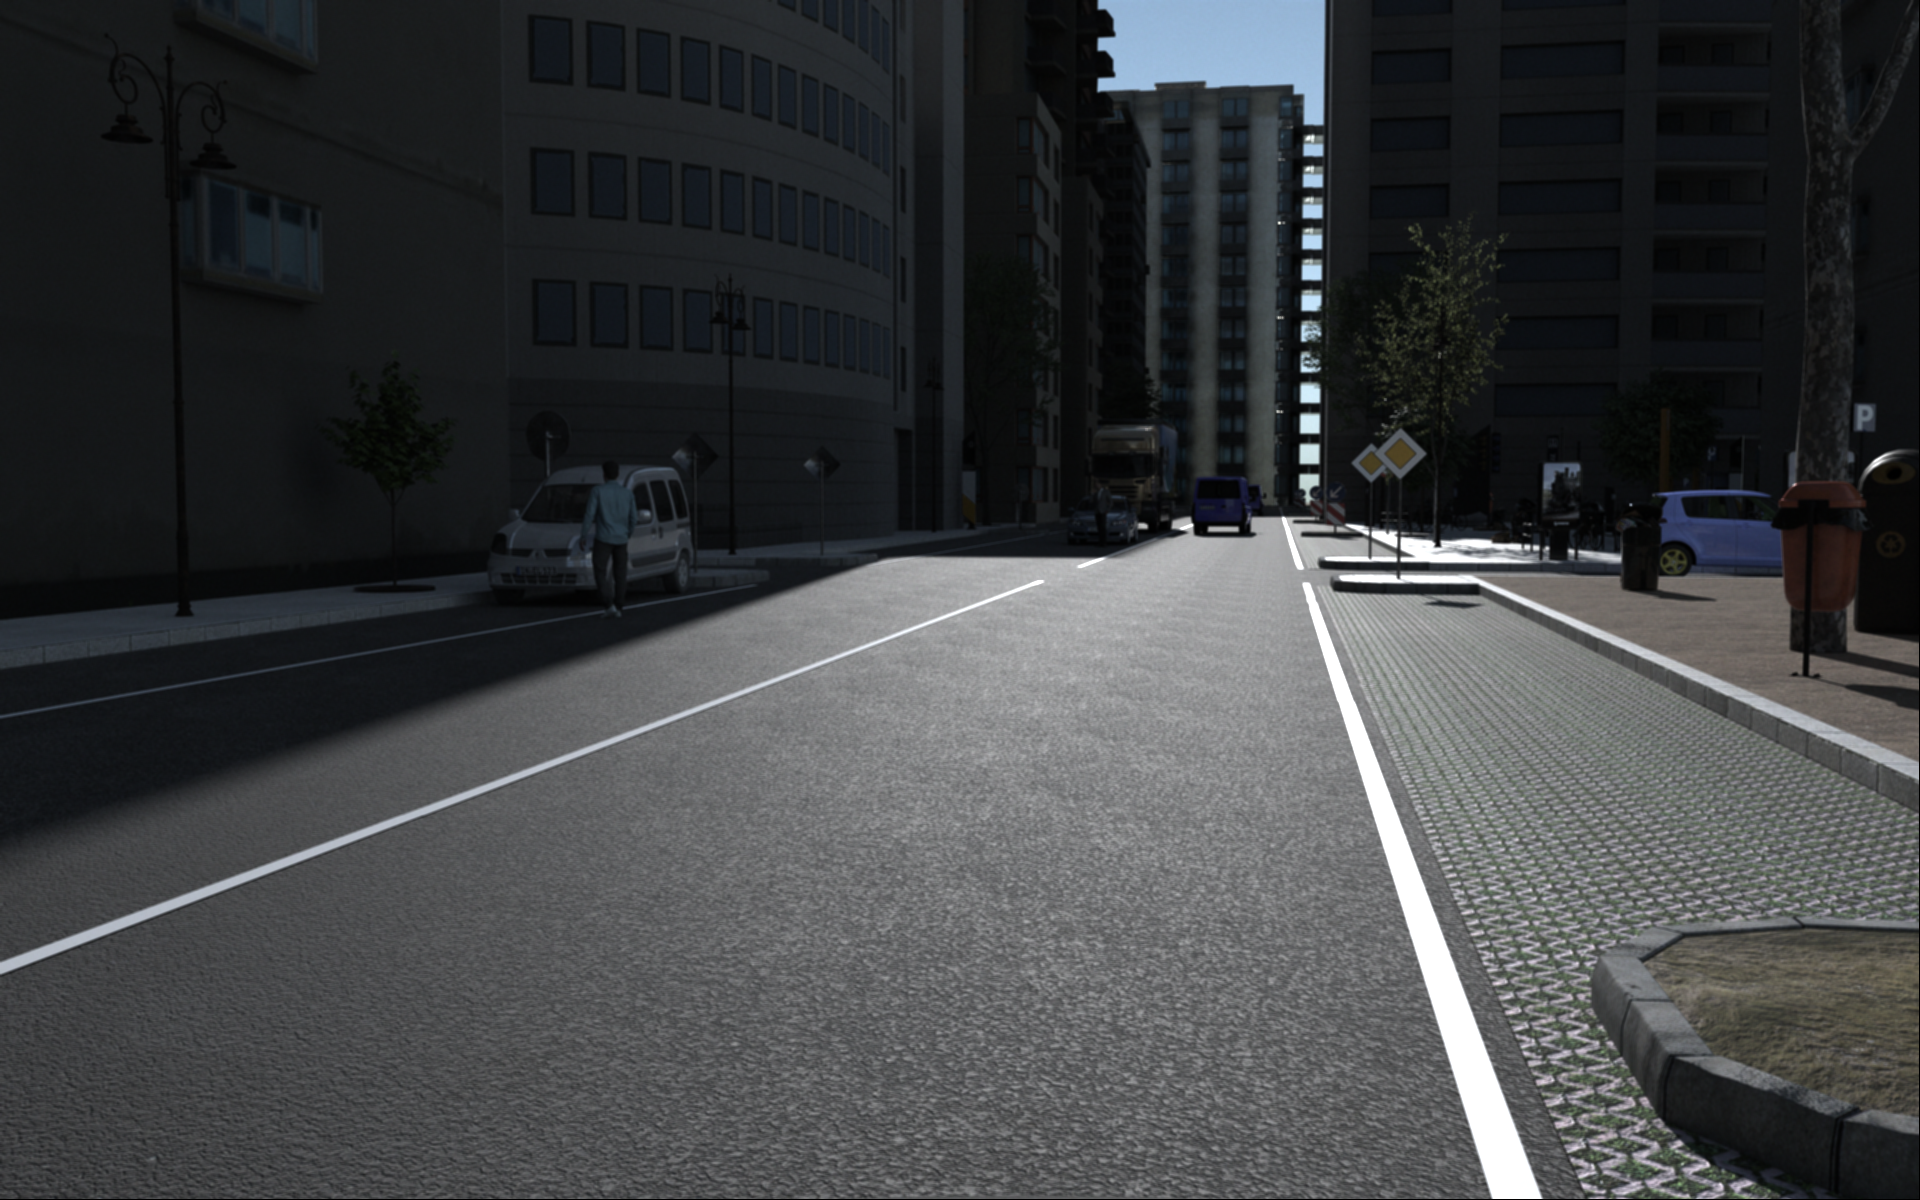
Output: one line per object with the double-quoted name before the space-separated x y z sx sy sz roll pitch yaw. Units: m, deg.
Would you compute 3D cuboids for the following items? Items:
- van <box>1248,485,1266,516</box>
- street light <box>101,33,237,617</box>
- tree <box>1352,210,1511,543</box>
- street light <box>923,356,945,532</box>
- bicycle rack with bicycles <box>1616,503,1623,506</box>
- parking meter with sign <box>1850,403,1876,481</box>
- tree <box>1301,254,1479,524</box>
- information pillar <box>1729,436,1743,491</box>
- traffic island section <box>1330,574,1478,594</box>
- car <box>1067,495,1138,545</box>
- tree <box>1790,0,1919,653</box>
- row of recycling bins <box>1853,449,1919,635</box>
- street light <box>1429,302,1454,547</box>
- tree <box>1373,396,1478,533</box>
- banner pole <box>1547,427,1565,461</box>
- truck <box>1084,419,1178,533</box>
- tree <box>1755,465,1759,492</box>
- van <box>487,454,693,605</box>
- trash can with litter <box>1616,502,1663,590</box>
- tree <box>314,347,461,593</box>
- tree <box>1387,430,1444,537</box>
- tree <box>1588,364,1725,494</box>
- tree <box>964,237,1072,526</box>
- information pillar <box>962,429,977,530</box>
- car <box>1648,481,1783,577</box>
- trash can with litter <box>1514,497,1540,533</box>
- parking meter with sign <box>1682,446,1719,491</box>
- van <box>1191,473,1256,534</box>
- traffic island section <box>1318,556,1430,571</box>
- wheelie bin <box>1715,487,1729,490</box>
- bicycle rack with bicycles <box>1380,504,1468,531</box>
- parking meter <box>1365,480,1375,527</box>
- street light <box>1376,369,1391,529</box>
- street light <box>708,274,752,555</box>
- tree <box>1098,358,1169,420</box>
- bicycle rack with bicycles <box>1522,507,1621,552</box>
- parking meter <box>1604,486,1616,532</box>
"van" 19.083 -6.738 114.552 2.240 2.365 5.245 1 4 11
"street light" -8.148 -2.766 18.018 0.468 5.910 1.993 1 4 10
"tree" 12.552 -5.829 45.671 4.360 8.622 3.978 0 3 0
"street light" -0.869 -5.205 57.893 0.468 5.910 1.993 1 4 10
"bicycle rack with bicycles" 28.000 -3.552 71.459 2.852 0.926 2.925 3 4 36
"parking meter with sign" 17.086 -2.317 34.140 0.543 3.016 1.738 -1 4 -19
"tree" 18.393 -9.092 74.403 9.928 11.665 9.643 0 3 0
"information pillar" 31.128 -4.777 69.462 0.504 3.616 0.183 2 4 35
"traffic island section" 6.642 -0.237 26.160 2.009 0.180 2.903 1 4 10
"car" 4.179 -2.341 50.283 2.014 1.417 4.499 1 4 10
"tree" 6.036 -9.575 12.439 12.611 20.169 13.585 0 3 0
"row of recycling bins" 9.198 -0.474 14.857 1.069 1.692 3.534 -1 4 -16
"street light" 11.613 -4.227 41.906 0.468 5.910 1.993 1 4 10
"tree" 15.356 -4.502 57.323 4.285 4.588 4.351 0 3 0
"banner pole" 22.269 -4.567 64.695 0.401 3.779 0.863 -3 4 -38
"truck" 6.780 -4.774 66.962 2.839 4.237 11.283 1 4 11
"tree" 44.740 -6.236 96.563 1.663 3.219 1.824 0 3 0
"van" -4.994 -1.021 23.712 2.013 2.044 4.112 1 4 9
"trash can with litter" 9.085 -0.731 23.347 0.624 1.170 1.055 1 4 12
"tree" -7.366 -1.729 22.875 1.663 3.219 1.824 0 3 0
"tree" 13.862 -3.548 52.618 1.663 3.219 1.824 0 3 0
"tree" 17.636 -3.688 44.006 4.285 4.588 4.351 0 3 0
"tree" 0.966 -8.802 69.665 9.928 11.665 9.643 0 3 0
"information pillar" 0.341 -4.358 62.615 0.504 3.616 0.183 1 4 11
"car" 13.400 -1.224 29.601 3.694 1.707 1.945 1 4 11
"trash can with litter" 18.799 -2.791 57.023 1.055 1.170 0.624 -2 4 -28
"parking meter with sign" 26.435 -4.049 62.469 1.738 3.016 0.543 -1 4 -17
"van" 9.648 -3.616 63.504 2.240 2.365 5.245 1 4 12
"traffic island section" 8.073 -0.718 34.016 2.009 0.180 2.903 1 4 10
"wheelie bin" 32.151 -3.977 72.925 0.980 1.594 0.693 0 4 -2
"bicycle rack with bicycles" 16.165 -2.933 61.335 2.852 0.926 2.925 -1 4 -19
"parking meter" 16.079 -3.806 67.944 0.255 1.863 0.399 -1 4 -14
"street light" 15.642 -5.581 64.040 0.468 5.910 1.993 1 4 10
"street light" -4.818 -3.895 36.474 0.468 5.910 1.993 1 4 10
"tree" 13.899 -13.892 145.257 7.486 12.596 7.792 0 3 0
"bicycle rack with bicycles" 13.918 -1.585 39.291 2.852 0.926 2.925 1 4 13
"parking meter" 21.778 -3.035 58.040 0.372 1.533 0.369 0 3 0
